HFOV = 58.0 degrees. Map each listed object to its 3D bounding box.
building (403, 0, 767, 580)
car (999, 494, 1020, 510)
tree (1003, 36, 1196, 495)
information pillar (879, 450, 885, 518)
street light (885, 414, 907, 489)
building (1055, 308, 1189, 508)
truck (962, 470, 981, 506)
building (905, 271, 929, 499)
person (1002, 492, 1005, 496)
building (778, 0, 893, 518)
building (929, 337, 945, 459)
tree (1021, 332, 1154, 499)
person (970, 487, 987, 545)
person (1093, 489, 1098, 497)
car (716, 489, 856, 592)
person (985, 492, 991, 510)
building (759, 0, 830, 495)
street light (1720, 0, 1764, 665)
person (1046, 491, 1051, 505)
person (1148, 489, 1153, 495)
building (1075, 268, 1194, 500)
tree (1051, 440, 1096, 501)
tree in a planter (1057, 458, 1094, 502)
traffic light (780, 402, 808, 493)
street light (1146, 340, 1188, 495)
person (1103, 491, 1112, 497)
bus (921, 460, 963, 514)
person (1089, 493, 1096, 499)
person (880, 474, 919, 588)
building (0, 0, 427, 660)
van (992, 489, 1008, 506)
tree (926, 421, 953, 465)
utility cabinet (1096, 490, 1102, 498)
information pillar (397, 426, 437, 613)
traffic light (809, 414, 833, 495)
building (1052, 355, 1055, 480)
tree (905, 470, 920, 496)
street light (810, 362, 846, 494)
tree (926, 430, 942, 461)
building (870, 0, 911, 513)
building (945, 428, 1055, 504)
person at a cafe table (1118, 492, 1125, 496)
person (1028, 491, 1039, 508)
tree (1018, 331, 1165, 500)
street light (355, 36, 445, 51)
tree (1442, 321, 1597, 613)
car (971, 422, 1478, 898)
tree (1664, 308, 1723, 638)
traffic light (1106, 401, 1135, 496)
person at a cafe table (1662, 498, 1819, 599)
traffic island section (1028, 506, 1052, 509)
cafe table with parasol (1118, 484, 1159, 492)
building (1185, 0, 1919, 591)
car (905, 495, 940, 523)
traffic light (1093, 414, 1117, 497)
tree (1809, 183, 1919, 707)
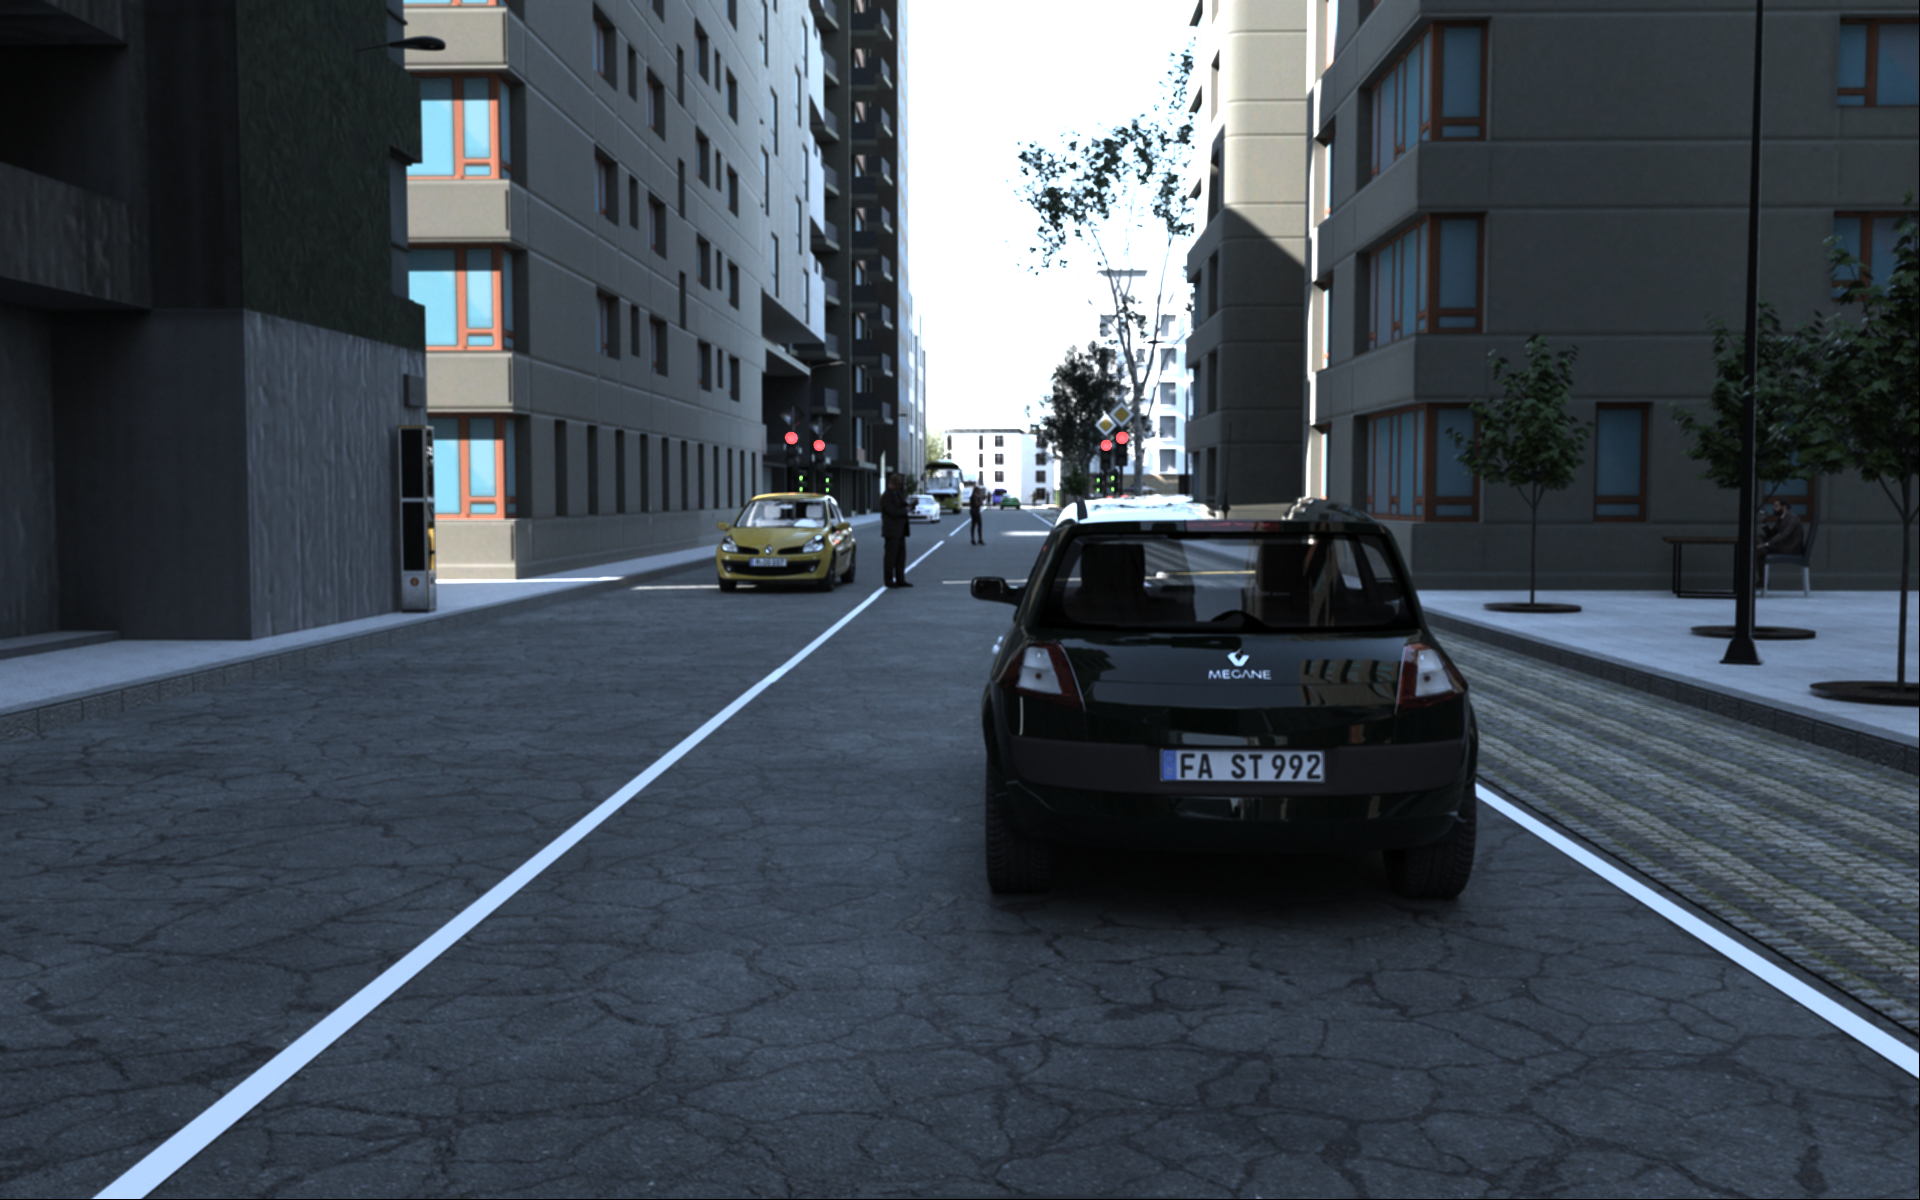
[{"bbox_3d":[-20.727,-11.880,39.280,28.899,21.520,27.650,0,4,1],"label":"building"},{"bbox_3d":[4.632,-9.286,160.625,1.959,1.807,4.718,0,4,0],"label":"car"},{"bbox_3d":[7.763,-13.317,73.617,12.611,20.169,13.585,0,3,0],"label":"tree"},{"bbox_3d":[-4.092,-6.112,91.281,0.183,3.616,0.504,2,4,24],"label":"information pillar"},{"bbox_3d":[-3.753,-7.832,100.596,1.470,5.913,1.316,0,4,1],"label":"street light"},{"bbox_3d":[18.374,-18.742,172.890,16.747,18.905,31.486,0,4,1],"label":"building"},{"bbox_3d":[0.985,-12.960,201.650,2.967,4.110,18.799,0,4,2],"label":"truck"},{"bbox_3d":[-12.021,-17.478,152.218,16.747,18.905,31.486,0,4,1],"label":"building"},{"bbox_3d":[5.140,-11.612,199.082,0.721,1.743,1.217,-2,4,-26],"label":"person"},{"bbox_3d":[-15.530,-27.381,102.296,22.147,44.769,28.867,0,4,1],"label":"building"},{"bbox_3d":[-17.775,-20.652,204.119,31.486,18.905,16.747,0,4,1],"label":"building"},{"bbox_3d":[9.681,-13.514,131.328,12.009,13.543,11.850,0,3,0],"label":"tree"},{"bbox_3d":[0.527,-2.383,48.924,0.593,1.643,0.415,2,4,26],"label":"person"},{"bbox_3d":[11.329,-8.319,142.769,1.217,1.736,0.721,-3,5,-42],"label":"person"},{"bbox_3d":[-2.631,-1.008,26.699,2.015,1.641,3.980,0,4,3],"label":"car"},{"bbox_3d":[2.502,-8.850,154.672,0.593,1.643,0.415,0,4,-7],"label":"person"},{"bbox_3d":[-20.256,-29.601,73.215,28.713,52.752,27.495,0,4,1],"label":"building"},{"bbox_3d":[5.397,-2.474,12.990,1.470,5.913,1.316,0,4,1],"label":"street light"},{"bbox_3d":[10.610,-12.255,207.207,0.742,1.727,0.445,2,4,31],"label":"person"},{"bbox_3d":[9.405,-4.666,84.868,0.613,1.512,0.480,1,4,18],"label":"person"},{"bbox_3d":[18.115,-17.999,150.703,16.016,20.091,11.380,0,4,1],"label":"building"},{"bbox_3d":[9.508,-11.648,140.812,4.360,8.622,3.978,0,3,0],"label":"tree"},{"bbox_3d":[5.713,-5.390,85.346,1.991,3.239,1.994,0,4,1],"label":"tree in a planter"},{"bbox_3d":[-5.091,-3.914,52.913,0.839,4.253,0.868,0,4,1],"label":"traffic light"},{"bbox_3d":[6.319,-4.883,52.381,1.470,5.913,1.316,0,4,1],"label":"street light"},{"bbox_3d":[9.600,-6.488,112.565,0.568,1.767,0.683,1,4,18],"label":"person"},{"bbox_3d":[-1.153,-8.330,127.744,2.896,3.916,12.252,0,4,1],"label":"bus"},{"bbox_3d":[10.498,-7.878,138.038,0.799,1.438,0.628,-1,4,-15],"label":"person"},{"bbox_3d":[-0.931,-1.063,26.559,0.600,1.739,0.565,0,4,-2],"label":"person"},{"bbox_3d":[-13.275,-14.717,12.325,14.160,30.474,14.107,0,4,1],"label":"building"},{"bbox_3d":[4.900,-12.438,207.739,2.240,2.365,5.245,0,4,2],"label":"van"},{"bbox_3d":[-2.859,-14.144,181.613,4.737,8.622,4.395,0,3,0],"label":"tree"},{"bbox_3d":[7.332,-5.048,91.215,0.318,1.500,1.173,0,4,1],"label":"utility cabinet"},{"bbox_3d":[-5.881,-0.873,18.769,0.304,2.012,0.304,0,4,-1],"label":"information pillar"},{"bbox_3d":[-4.897,-4.402,60.896,0.839,4.253,0.868,0,4,1],"label":"traffic light"},{"bbox_3d":[18.828,-20.662,194.241,16.016,20.091,11.380,0,4,1],"label":"building"},{"bbox_3d":[-3.956,-8.530,134.059,1.663,3.219,1.824,0,3,0],"label":"tree"},{"bbox_3d":[-4.724,-5.414,61.065,1.470,5.913,1.316,0,4,1],"label":"street light"},{"bbox_3d":[-3.610,-14.508,187.571,4.360,8.622,3.978,0,3,0],"label":"tree"},{"bbox_3d":[-10.912,-28.978,123.908,14.600,45.320,14.200,0,4,1],"label":"building"},{"bbox_3d":[7.729,-17.244,224.078,28.070,9.664,9.099,0,4,1],"label":"building"},{"bbox_3d":[11.114,-6.706,118.154,1.698,1.524,1.622,1,4,13],"label":"person at a cafe table"},{"bbox_3d":[7.691,-10.454,180.137,1.217,1.735,0.721,-1,4,-16],"label":"person"},{"bbox_3d":[8.161,-10.120,99.874,7.601,10.594,8.767,-1,4,-13],"label":"tree"},{"bbox_3d":[-5.922,-2.765,17.756,1.470,5.913,1.316,0,4,1],"label":"street light"},{"bbox_3d":[6.435,-1.500,19.125,1.663,3.219,1.824,0,3,0],"label":"tree"},{"bbox_3d":[1.022,0.135,7.575,2.009,1.686,4.222,0,4,3],"label":"car"},{"bbox_3d":[7.063,-1.283,15.579,1.663,3.219,1.824,0,3,0],"label":"tree"},{"bbox_3d":[4.888,-3.900,52.688,0.839,4.253,0.868,0,4,1],"label":"traffic light"},{"bbox_3d":[9.731,-0.657,21.598,1.726,1.238,1.698,1,4,19],"label":"person at a cafe table"},{"bbox_3d":[7.584,-8.545,162.574,1.991,0.108,1.994,0,4,1],"label":"traffic island section"},{"bbox_3d":[11.264,-6.417,109.779,2.610,1.966,2.610,0,4,8],"label":"cafe table with parasol"},{"bbox_3d":[20.177,-11.709,36.480,27.650,21.520,28.899,0,4,1],"label":"building"},{"bbox_3d":[-2.009,-4.522,86.303,2.083,1.381,4.827,0,4,3],"label":"car"},{"bbox_3d":[5.082,-4.388,60.670,0.839,4.253,0.868,0,4,1],"label":"traffic light"},{"bbox_3d":[5.989,-1.000,10.946,1.663,3.219,1.824,0,3,0],"label":"tree"}]
